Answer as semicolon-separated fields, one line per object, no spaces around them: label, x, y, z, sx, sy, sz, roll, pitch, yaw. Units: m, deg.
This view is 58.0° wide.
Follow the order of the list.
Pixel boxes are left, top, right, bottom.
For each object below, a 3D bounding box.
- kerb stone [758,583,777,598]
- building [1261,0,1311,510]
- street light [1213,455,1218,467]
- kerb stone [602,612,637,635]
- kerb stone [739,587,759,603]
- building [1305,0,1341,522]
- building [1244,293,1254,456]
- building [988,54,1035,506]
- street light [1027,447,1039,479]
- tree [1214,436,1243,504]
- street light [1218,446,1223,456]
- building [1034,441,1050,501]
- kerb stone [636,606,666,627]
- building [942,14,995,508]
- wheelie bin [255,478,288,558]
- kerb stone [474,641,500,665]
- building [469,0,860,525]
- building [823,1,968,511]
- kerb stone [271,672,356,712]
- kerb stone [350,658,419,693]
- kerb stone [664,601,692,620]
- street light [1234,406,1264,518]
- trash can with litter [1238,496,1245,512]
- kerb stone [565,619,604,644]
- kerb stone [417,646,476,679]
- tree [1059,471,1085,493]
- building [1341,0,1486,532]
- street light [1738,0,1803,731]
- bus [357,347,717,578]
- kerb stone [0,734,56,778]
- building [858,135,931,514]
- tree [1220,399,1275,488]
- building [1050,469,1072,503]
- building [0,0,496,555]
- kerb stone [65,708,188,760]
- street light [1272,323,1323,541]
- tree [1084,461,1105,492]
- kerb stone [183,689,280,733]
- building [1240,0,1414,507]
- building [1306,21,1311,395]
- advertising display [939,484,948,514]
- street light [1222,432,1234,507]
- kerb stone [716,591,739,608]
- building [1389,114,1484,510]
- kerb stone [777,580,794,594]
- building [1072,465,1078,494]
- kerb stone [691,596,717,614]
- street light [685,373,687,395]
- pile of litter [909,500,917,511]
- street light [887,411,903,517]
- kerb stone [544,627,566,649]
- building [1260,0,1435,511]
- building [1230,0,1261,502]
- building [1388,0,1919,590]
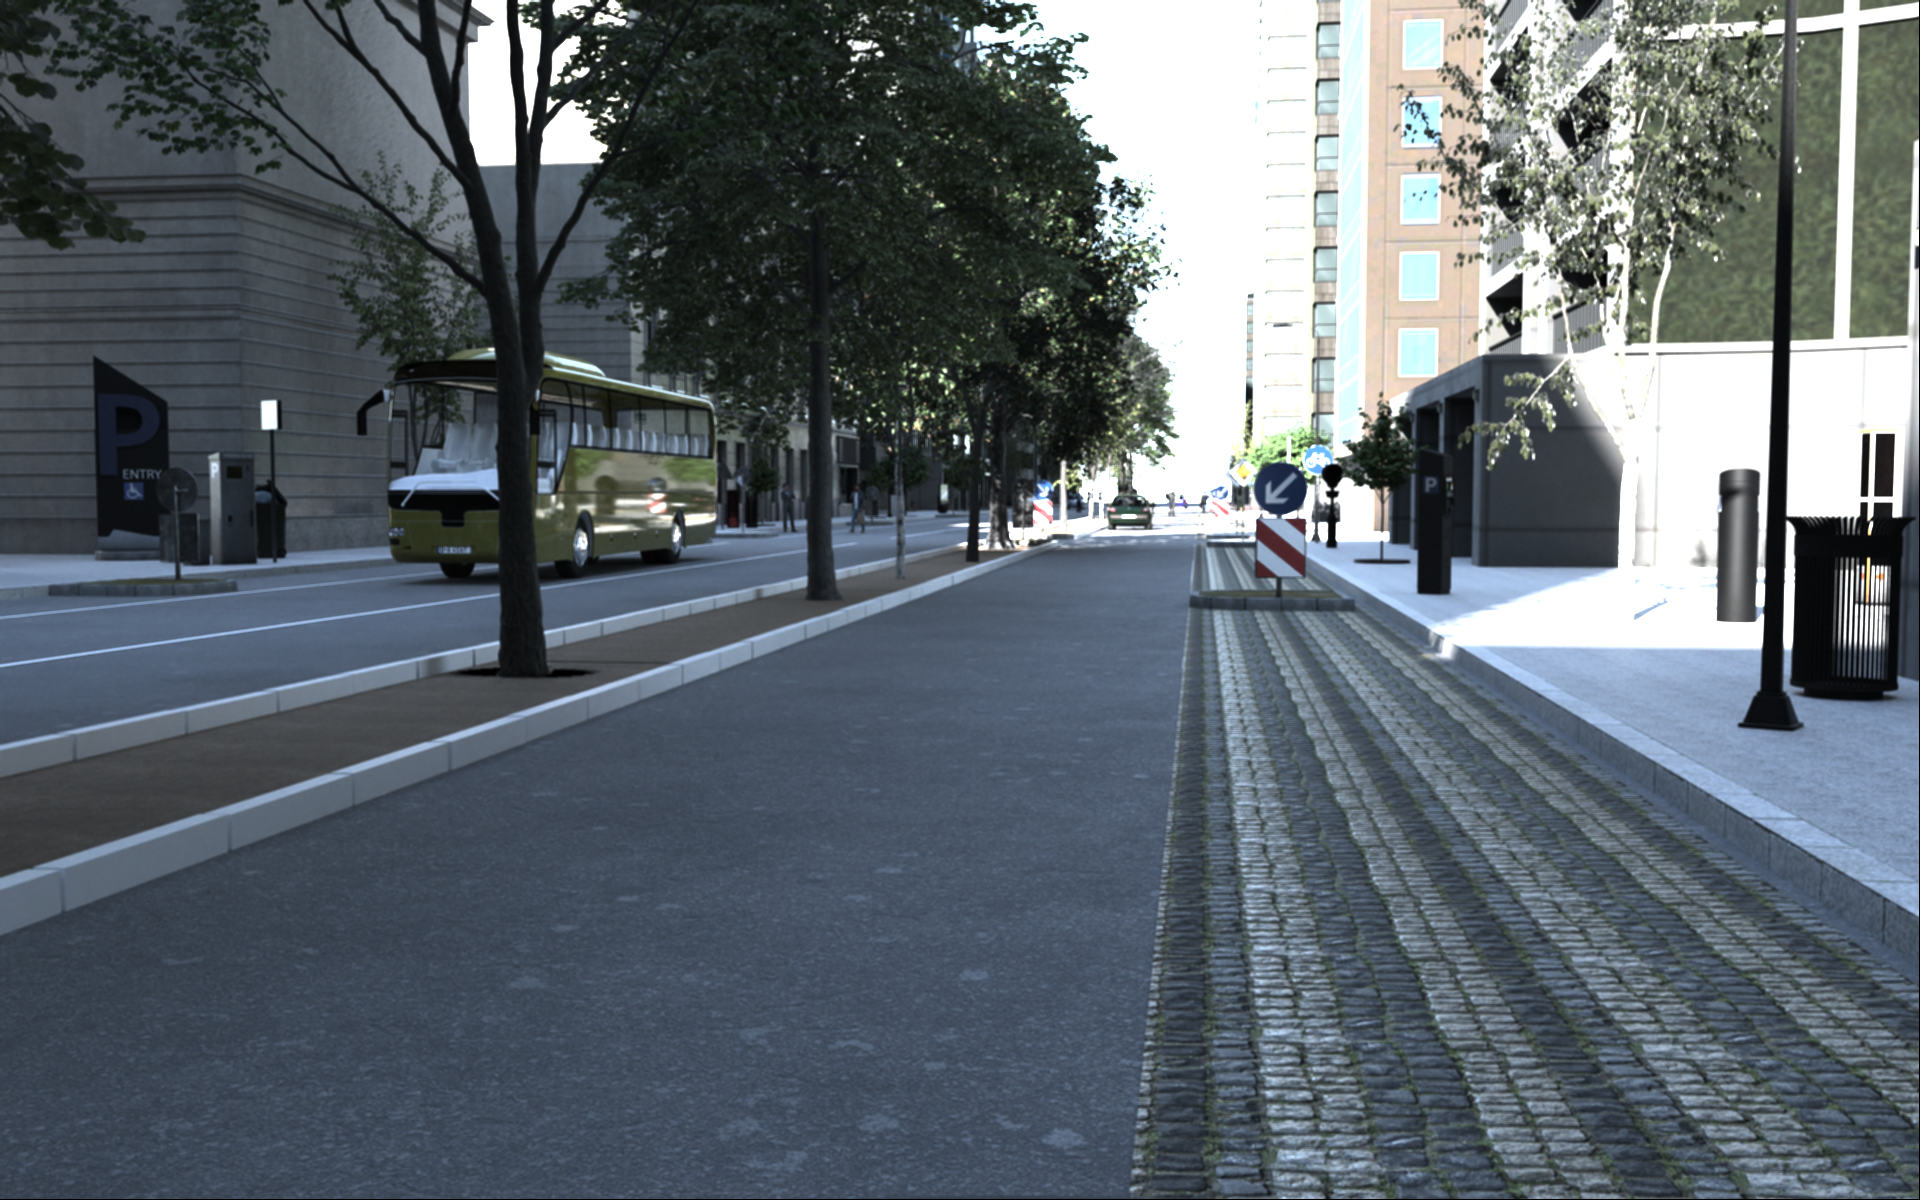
kerb stone;-2.745;-0.109;23.984;0.120;0.150;1.000;0;4;8
building;32.494;-28.243;145.366;14.154;41.232;14.086;0;4;8
street light;31.060;-14.221;205.050;1.470;5.913;1.316;0;4;8
kerb stone;-3.581;0.263;17.900;0.120;0.150;1.000;0;4;8
kerb stone;-2.882;-0.046;22.971;0.120;0.150;1.000;0;4;8
building;24.129;-19.160;84.969;14.160;30.474;14.107;0;4;8
building;47.745;-29.110;247.642;14.160;30.474;14.107;0;4;8
building;-3.133;-34.989;195.766;21.300;48.544;21.600;0;4;8
street light;7.202;-12.190;171.848;1.470;5.913;1.316;0;4;8
tree;33.860;-16.247;216.003;4.360;8.622;3.978;0;3;0
street light;25.947;-11.917;167.390;1.470;5.913;1.316;0;4;8
building;4.193;-27.730;225.084;14.160;30.474;14.107;0;4;8
kerb stone;-3.456;0.200;18.923;0.120;0.150;1.000;0;4;8
building;-8.288;-33.678;170.236;23.786;49.044;30.456;0;4;8
wheelie bin;-13.859;-1.642;34.749;0.693;1.594;0.980;-2;4;-23
kerb stone;-4.009;0.451;14.855;0.120;0.150;1.000;0;4;8
building;-16.292;-18.680;81.834;17.030;29.872;44.131;0;4;8
building;-10.068;-43.110;143.094;20.563;71.187;20.611;0;4;8
kerb stone;-4.434;0.635;11.808;0.120;0.150;1.000;0;4;8
kerb stone;-4.306;0.573;12.830;0.120;0.150;1.000;0;4;8
kerb stone;-3.314;0.138;19.935;0.120;0.150;1.000;0;4;8
street light;15.382;-7.275;91.479;1.470;5.913;1.316;0;4;8
trash can with litter;20.771;-7.109;127.619;0.624;1.170;1.055;-1;4;-10
kerb stone;-3.727;0.326;16.888;0.120;0.150;1.000;0;4;8
kerb stone;-4.158;0.511;13.843;0.120;0.150;1.000;0;4;8
tree;15.059;-15.240;232.892;4.285;4.588;4.351;0;3;0
building;21.408;-25.212;62.321;14.200;45.320;14.600;0;4;8
street light;3.937;-2.258;9.454;1.470;5.913;1.316;0;4;8
bus;-7.297;-2.522;32.781;2.896;3.916;12.252;0;4;6
kerb stone;-4.864;0.824;8.758;0.120;0.150;1.000;0;4;8
building;-10.668;-19.712;115.792;14.314;27.812;24.014;0;4;8
tree;21.971;-11.166;132.925;4.737;8.622;4.395;0;3;0
building;4.462;-43.069;246.170;21.231;58.520;28.212;0;4;8
building;-25.535;-12.296;42.846;24.055;21.916;13.314;0;4;8
kerb stone;-4.717;0.760;9.769;0.120;0.150;1.000;0;4;8
street light;9.165;-4.560;47.098;1.470;5.913;1.316;0;4;8
tree;21.547;-20.112;279.200;4.360;8.622;3.978;0;3;0
kerb stone;-4.576;0.702;10.790;0.120;0.150;1.000;0;4;8
building;47.871;-48.328;228.418;20.563;71.187;20.611;0;4;8
building;33.419;-34.894;112.515;21.231;58.520;28.212;0;4;8
advertising display;-1.077;-6.650;113.934;0.123;1.923;0.974;2;4;31
street light;20.529;-9.578;129.135;1.470;5.913;1.316;0;4;8
kerb stone;-3.026;0.016;21.959;0.120;0.150;1.000;0;4;8
building;40.300;-45.074;175.217;20.563;71.187;20.611;0;4;8
kerb stone;-2.606;-0.164;25.000;0.120;0.150;1.000;0;4;8
building;7.123;-39.603;271.204;21.300;48.544;21.600;0;4;8
kerb stone;-3.170;0.076;20.947;0.120;0.150;1.000;0;4;8
street light;-8.595;-5.207;57.679;1.470;5.913;1.316;0;4;8
pile of litter;-3.866;-7.107;130.169;1.176;0.858;1.719;-2;4;-29
street light;-3.357;-7.542;95.846;1.470;5.913;1.316;0;4;8
kerb stone;-3.871;0.387;15.868;0.120;0.150;1.000;0;4;8
building;34.668;-31.140;159.246;14.600;45.320;14.200;0;4;8
building;53.802;-58.448;268.299;22.319;86.520;31.000;0;4;8
building;19.878;-36.283;31.474;20.563;71.187;20.611;0;4;8
